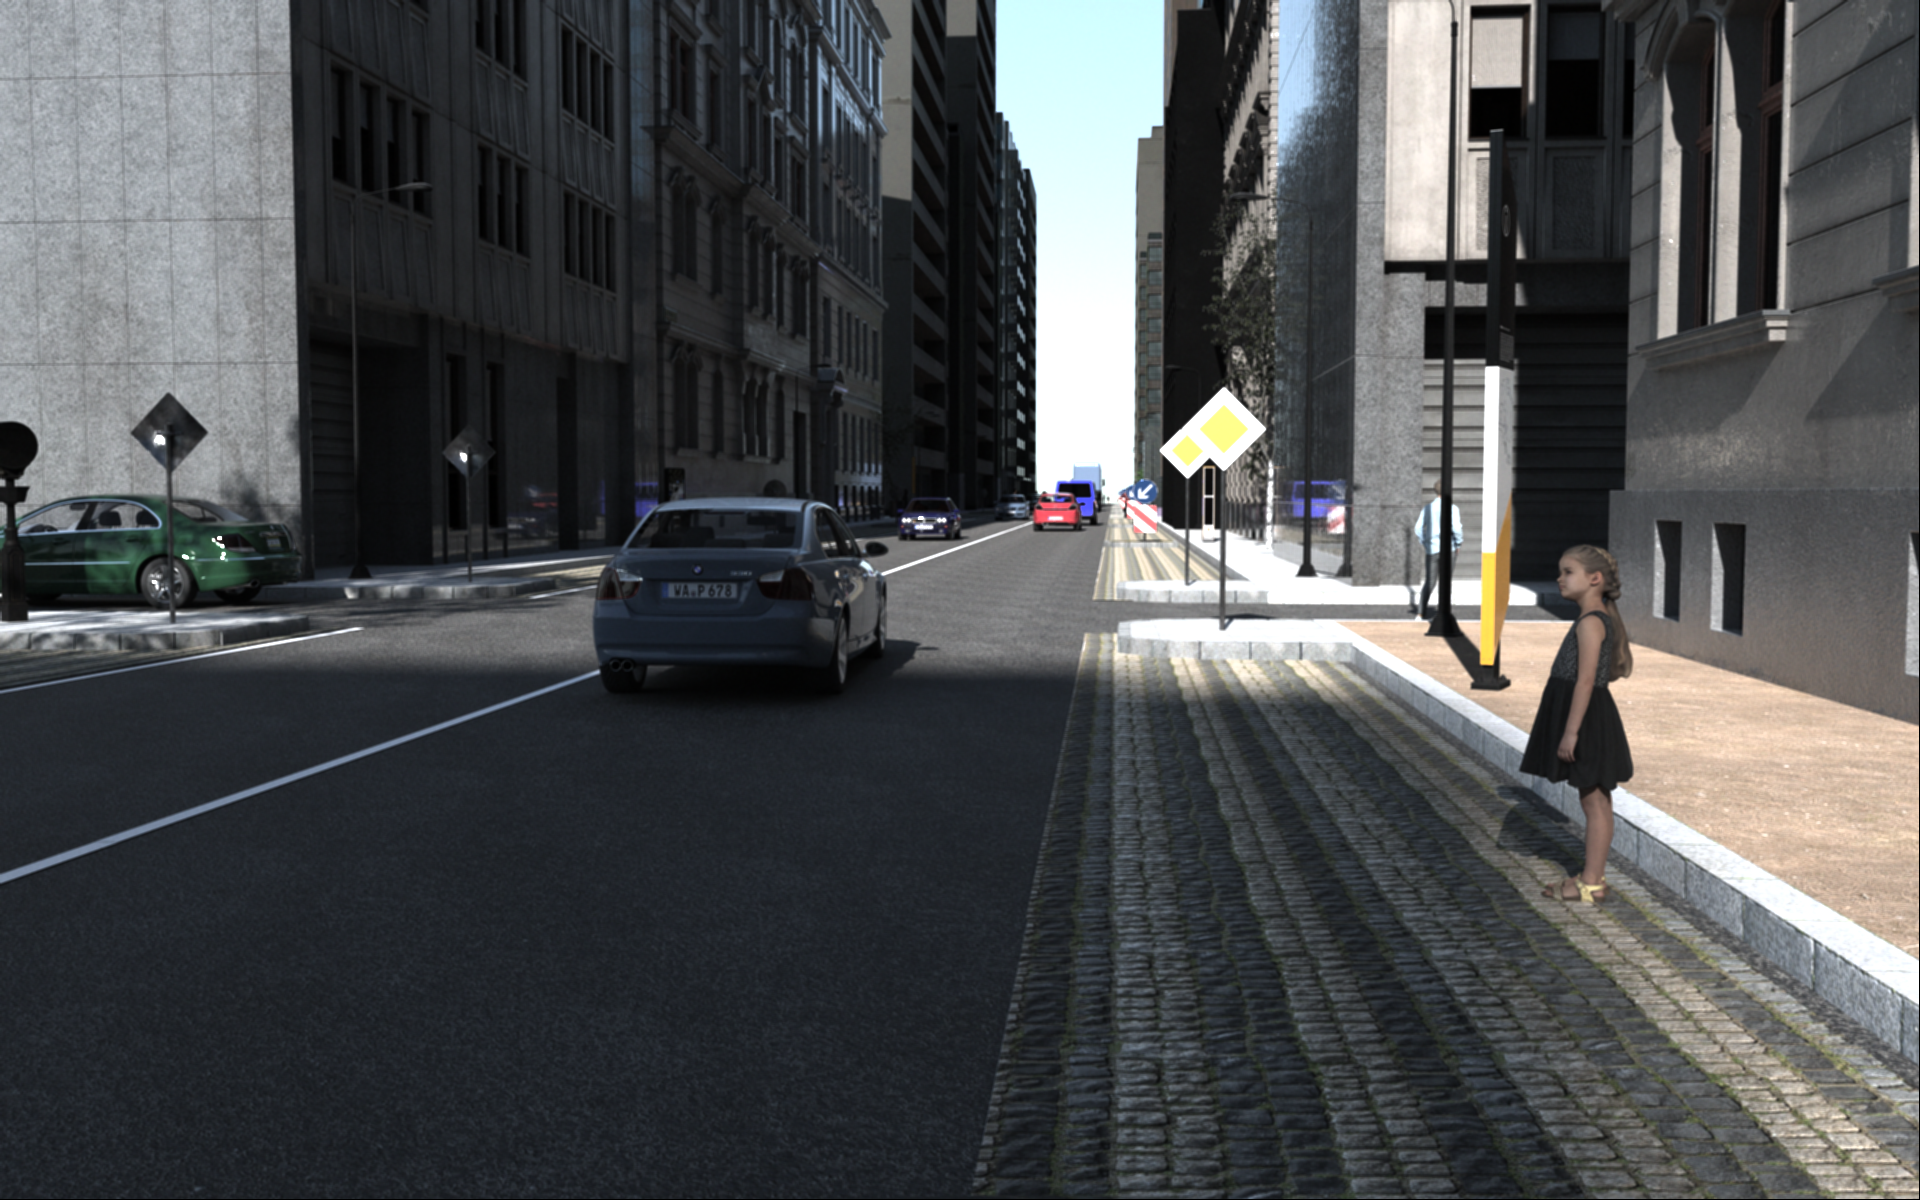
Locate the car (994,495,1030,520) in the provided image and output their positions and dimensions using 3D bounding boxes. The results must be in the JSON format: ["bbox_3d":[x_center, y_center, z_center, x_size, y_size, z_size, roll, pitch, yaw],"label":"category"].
[{"bbox_3d":[2.891,-5.106,95.481,2.014,1.417,4.499,0,4,5],"label":"car"}]

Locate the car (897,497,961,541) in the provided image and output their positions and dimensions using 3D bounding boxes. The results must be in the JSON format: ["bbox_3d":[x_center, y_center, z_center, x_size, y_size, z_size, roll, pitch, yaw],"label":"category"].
[{"bbox_3d":[-0.943,-2.568,54.570,1.945,1.354,3.894,0,4,5],"label":"car"}]

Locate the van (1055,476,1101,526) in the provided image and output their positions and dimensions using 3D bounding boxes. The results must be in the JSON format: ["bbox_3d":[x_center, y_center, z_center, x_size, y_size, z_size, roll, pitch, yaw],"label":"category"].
[{"bbox_3d":[5.392,-4.639,80.239,2.240,2.365,5.245,0,4,6],"label":"van"}]

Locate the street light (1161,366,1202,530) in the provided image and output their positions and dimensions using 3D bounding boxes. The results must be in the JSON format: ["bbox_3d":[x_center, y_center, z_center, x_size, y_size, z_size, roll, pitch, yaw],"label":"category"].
[{"bbox_3d":[8.117,-5.512,62.666,1.470,5.913,1.316,0,4,5],"label":"street light"}]

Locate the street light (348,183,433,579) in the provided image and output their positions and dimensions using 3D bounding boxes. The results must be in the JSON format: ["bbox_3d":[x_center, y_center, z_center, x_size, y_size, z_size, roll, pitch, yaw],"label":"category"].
[{"bbox_3d":[-8.563,-3.273,26.060,1.470,5.913,1.316,0,4,5],"label":"street light"}]

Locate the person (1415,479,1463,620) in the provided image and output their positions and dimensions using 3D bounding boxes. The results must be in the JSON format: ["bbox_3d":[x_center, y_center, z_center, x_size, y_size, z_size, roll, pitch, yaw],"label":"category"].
[{"bbox_3d":[5.270,-0.530,18.972,0.330,1.601,0.589,-2,4,-34],"label":"person"}]

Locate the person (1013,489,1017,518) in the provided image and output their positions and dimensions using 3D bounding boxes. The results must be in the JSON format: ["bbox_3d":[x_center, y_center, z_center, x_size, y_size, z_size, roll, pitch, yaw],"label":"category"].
[{"bbox_3d":[3.301,-5.658,101.716,0.721,1.736,1.217,0,4,1],"label":"person"}]

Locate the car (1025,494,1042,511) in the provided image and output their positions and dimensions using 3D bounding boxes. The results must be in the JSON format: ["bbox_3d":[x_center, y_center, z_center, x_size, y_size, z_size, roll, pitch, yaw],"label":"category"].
[{"bbox_3d":[5.734,-7.525,132.815,2.009,1.686,4.222,0,4,4],"label":"car"}]

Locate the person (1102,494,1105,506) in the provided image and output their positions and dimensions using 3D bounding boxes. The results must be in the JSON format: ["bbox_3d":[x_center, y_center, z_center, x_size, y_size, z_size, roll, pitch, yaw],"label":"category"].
[{"bbox_3d":[17.933,-12.536,216.681,0.599,1.433,0.991,-1,4,-18],"label":"person"}]

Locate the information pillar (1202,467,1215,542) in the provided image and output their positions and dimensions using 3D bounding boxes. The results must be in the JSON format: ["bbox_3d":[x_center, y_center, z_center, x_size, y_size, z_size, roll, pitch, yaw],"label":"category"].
[{"bbox_3d":[6.636,-2.556,46.279,0.304,2.012,0.304,0,4,3],"label":"information pillar"}]

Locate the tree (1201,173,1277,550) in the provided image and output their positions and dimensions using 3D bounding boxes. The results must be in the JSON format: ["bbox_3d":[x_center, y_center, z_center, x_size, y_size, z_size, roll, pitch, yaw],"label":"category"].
[{"bbox_3d":[7.303,-5.459,39.610,4.360,8.622,3.978,0,3,0],"label":"tree"}]

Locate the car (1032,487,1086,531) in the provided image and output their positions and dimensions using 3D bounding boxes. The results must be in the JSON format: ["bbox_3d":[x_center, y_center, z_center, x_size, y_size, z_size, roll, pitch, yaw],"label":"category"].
[{"bbox_3d":[3.857,-3.609,68.053,2.155,1.783,4.494,0,4,6],"label":"car"}]

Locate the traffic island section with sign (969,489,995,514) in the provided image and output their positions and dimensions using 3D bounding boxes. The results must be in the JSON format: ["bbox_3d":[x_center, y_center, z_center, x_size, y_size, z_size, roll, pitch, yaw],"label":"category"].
[{"bbox_3d":[1.708,-7.090,124.550,1.989,1.847,2.006,0,4,5],"label":"traffic island section with sign"}]

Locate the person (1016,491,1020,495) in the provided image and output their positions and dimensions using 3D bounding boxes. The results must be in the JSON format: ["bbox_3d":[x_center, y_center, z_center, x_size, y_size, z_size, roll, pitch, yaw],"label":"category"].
[{"bbox_3d":[5.195,-8.861,154.063,1.217,1.739,0.721,-2,4,-29],"label":"person"}]

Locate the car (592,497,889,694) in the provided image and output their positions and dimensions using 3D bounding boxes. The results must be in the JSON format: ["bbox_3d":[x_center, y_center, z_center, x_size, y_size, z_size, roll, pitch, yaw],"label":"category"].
[{"bbox_3d":[-1.620,-0.106,13.737,2.014,1.417,4.499,0,4,3],"label":"car"}]

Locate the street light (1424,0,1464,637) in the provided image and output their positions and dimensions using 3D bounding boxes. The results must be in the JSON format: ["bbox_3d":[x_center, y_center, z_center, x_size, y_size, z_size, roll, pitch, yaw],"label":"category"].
[{"bbox_3d":[3.852,-2.633,15.585,1.470,5.913,1.316,0,4,5],"label":"street light"}]

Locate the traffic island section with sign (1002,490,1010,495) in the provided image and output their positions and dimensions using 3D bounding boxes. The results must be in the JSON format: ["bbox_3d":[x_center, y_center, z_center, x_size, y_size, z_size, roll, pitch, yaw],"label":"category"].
[{"bbox_3d":[4.096,-8.732,151.400,1.989,1.847,2.006,0,4,5],"label":"traffic island section with sign"}]

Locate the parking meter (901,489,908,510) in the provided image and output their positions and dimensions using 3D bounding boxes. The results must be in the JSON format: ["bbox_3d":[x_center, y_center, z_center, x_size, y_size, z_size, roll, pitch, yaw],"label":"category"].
[{"bbox_3d":[-2.923,-5.052,91.011,0.372,1.533,0.369,0,3,0],"label":"parking meter"}]

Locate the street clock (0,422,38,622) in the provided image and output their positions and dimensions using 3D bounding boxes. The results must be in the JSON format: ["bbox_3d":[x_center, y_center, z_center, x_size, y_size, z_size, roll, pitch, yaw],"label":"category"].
[{"bbox_3d":[-9.532,-0.785,17.401,0.358,2.002,0.471,3,5,39],"label":"street clock"}]

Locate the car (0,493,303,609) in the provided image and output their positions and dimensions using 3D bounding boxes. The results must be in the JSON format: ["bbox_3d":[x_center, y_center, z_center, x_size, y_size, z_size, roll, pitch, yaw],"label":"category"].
[{"bbox_3d":[-11.121,-0.657,22.542,4.920,1.459,2.131,0,4,7],"label":"car"}]

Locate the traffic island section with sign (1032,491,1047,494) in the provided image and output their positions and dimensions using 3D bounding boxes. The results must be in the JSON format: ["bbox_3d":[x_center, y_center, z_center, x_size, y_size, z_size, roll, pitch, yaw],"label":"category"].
[{"bbox_3d":[9.027,-12.111,206.635,1.989,1.847,2.006,0,4,5],"label":"traffic island section with sign"}]

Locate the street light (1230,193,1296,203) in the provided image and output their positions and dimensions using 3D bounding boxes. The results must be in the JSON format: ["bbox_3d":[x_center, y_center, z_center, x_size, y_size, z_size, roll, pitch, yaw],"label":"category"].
[{"bbox_3d":[4.859,-3.320,26.830,1.470,5.913,1.316,0,4,5],"label":"street light"}]

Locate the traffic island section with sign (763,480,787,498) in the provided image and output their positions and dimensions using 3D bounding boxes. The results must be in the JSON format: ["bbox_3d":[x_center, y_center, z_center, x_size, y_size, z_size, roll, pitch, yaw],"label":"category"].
[{"bbox_3d":[-5.139,-2.393,47.756,1.989,1.847,2.006,0,4,5],"label":"traffic island section with sign"}]

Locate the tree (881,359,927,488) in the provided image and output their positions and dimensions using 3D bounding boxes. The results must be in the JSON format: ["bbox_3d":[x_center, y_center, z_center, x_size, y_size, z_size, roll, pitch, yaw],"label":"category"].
[{"bbox_3d":[-4.108,-8.714,92.842,4.360,8.622,3.978,0,3,0],"label":"tree"}]

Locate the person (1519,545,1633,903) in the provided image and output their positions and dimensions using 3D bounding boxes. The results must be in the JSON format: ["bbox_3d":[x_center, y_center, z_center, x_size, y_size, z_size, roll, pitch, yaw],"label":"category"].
[{"bbox_3d":[2.171,0.433,6.090,0.373,1.253,0.362,2,4,25],"label":"person"}]

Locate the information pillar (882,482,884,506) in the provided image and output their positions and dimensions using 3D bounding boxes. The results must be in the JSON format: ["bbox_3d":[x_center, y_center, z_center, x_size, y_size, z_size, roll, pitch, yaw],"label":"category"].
[{"bbox_3d":[-4.368,-5.609,96.200,0.304,2.012,0.304,-1,4,-12],"label":"information pillar"}]

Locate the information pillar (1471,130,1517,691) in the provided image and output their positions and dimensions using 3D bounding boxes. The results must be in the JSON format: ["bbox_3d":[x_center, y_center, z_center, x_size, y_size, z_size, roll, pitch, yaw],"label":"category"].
[{"bbox_3d":[3.559,-1.228,11.440,0.183,3.616,0.504,2,4,29],"label":"information pillar"}]

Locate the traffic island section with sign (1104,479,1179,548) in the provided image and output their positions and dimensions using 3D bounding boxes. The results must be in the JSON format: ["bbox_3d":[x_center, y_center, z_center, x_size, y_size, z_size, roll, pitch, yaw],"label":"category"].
[{"bbox_3d":[4.901,-2.346,46.987,1.989,1.847,2.006,0,4,5],"label":"traffic island section with sign"}]

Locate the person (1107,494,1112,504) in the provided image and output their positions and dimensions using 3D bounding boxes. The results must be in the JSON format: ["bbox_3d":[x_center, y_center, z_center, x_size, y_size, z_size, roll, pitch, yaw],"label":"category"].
[{"bbox_3d":[21.850,-14.742,252.720,0.799,1.438,0.628,-1,4,-11],"label":"person"}]

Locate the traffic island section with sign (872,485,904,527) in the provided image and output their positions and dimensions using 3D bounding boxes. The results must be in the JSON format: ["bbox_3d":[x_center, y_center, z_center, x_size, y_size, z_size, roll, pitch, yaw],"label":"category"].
[{"bbox_3d":[-2.722,-4.051,74.866,1.989,1.847,2.006,0,4,5],"label":"traffic island section with sign"}]

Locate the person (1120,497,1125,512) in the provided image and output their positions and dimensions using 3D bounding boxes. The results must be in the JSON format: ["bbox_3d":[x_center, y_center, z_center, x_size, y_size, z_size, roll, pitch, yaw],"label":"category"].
[{"bbox_3d":[12.524,-7.579,132.373,0.705,1.831,1.348,0,4,-8],"label":"person"}]

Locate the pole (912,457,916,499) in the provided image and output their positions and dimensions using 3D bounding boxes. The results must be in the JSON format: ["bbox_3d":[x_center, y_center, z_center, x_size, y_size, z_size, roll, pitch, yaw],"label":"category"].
[{"bbox_3d":[-2.533,-6.198,95.186,0.158,3.312,0.155,0,3,0],"label":"pole"}]

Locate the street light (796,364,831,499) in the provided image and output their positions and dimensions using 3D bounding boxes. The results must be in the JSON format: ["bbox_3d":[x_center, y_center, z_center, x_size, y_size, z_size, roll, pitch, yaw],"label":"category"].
[{"bbox_3d":[-5.293,-5.468,61.935,1.470,5.913,1.316,0,4,5],"label":"street light"}]

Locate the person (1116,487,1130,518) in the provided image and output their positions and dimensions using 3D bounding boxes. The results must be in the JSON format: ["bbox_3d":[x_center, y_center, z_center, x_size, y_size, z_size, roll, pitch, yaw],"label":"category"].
[{"bbox_3d":[10.046,-5.841,103.936,1.348,1.831,0.705,0,4,-4],"label":"person"}]

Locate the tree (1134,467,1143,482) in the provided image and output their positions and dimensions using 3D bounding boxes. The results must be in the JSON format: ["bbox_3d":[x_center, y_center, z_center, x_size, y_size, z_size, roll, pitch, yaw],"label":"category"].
[{"bbox_3d":[19.874,-12.116,181.811,4.285,4.588,4.351,0,3,0],"label":"tree"}]
